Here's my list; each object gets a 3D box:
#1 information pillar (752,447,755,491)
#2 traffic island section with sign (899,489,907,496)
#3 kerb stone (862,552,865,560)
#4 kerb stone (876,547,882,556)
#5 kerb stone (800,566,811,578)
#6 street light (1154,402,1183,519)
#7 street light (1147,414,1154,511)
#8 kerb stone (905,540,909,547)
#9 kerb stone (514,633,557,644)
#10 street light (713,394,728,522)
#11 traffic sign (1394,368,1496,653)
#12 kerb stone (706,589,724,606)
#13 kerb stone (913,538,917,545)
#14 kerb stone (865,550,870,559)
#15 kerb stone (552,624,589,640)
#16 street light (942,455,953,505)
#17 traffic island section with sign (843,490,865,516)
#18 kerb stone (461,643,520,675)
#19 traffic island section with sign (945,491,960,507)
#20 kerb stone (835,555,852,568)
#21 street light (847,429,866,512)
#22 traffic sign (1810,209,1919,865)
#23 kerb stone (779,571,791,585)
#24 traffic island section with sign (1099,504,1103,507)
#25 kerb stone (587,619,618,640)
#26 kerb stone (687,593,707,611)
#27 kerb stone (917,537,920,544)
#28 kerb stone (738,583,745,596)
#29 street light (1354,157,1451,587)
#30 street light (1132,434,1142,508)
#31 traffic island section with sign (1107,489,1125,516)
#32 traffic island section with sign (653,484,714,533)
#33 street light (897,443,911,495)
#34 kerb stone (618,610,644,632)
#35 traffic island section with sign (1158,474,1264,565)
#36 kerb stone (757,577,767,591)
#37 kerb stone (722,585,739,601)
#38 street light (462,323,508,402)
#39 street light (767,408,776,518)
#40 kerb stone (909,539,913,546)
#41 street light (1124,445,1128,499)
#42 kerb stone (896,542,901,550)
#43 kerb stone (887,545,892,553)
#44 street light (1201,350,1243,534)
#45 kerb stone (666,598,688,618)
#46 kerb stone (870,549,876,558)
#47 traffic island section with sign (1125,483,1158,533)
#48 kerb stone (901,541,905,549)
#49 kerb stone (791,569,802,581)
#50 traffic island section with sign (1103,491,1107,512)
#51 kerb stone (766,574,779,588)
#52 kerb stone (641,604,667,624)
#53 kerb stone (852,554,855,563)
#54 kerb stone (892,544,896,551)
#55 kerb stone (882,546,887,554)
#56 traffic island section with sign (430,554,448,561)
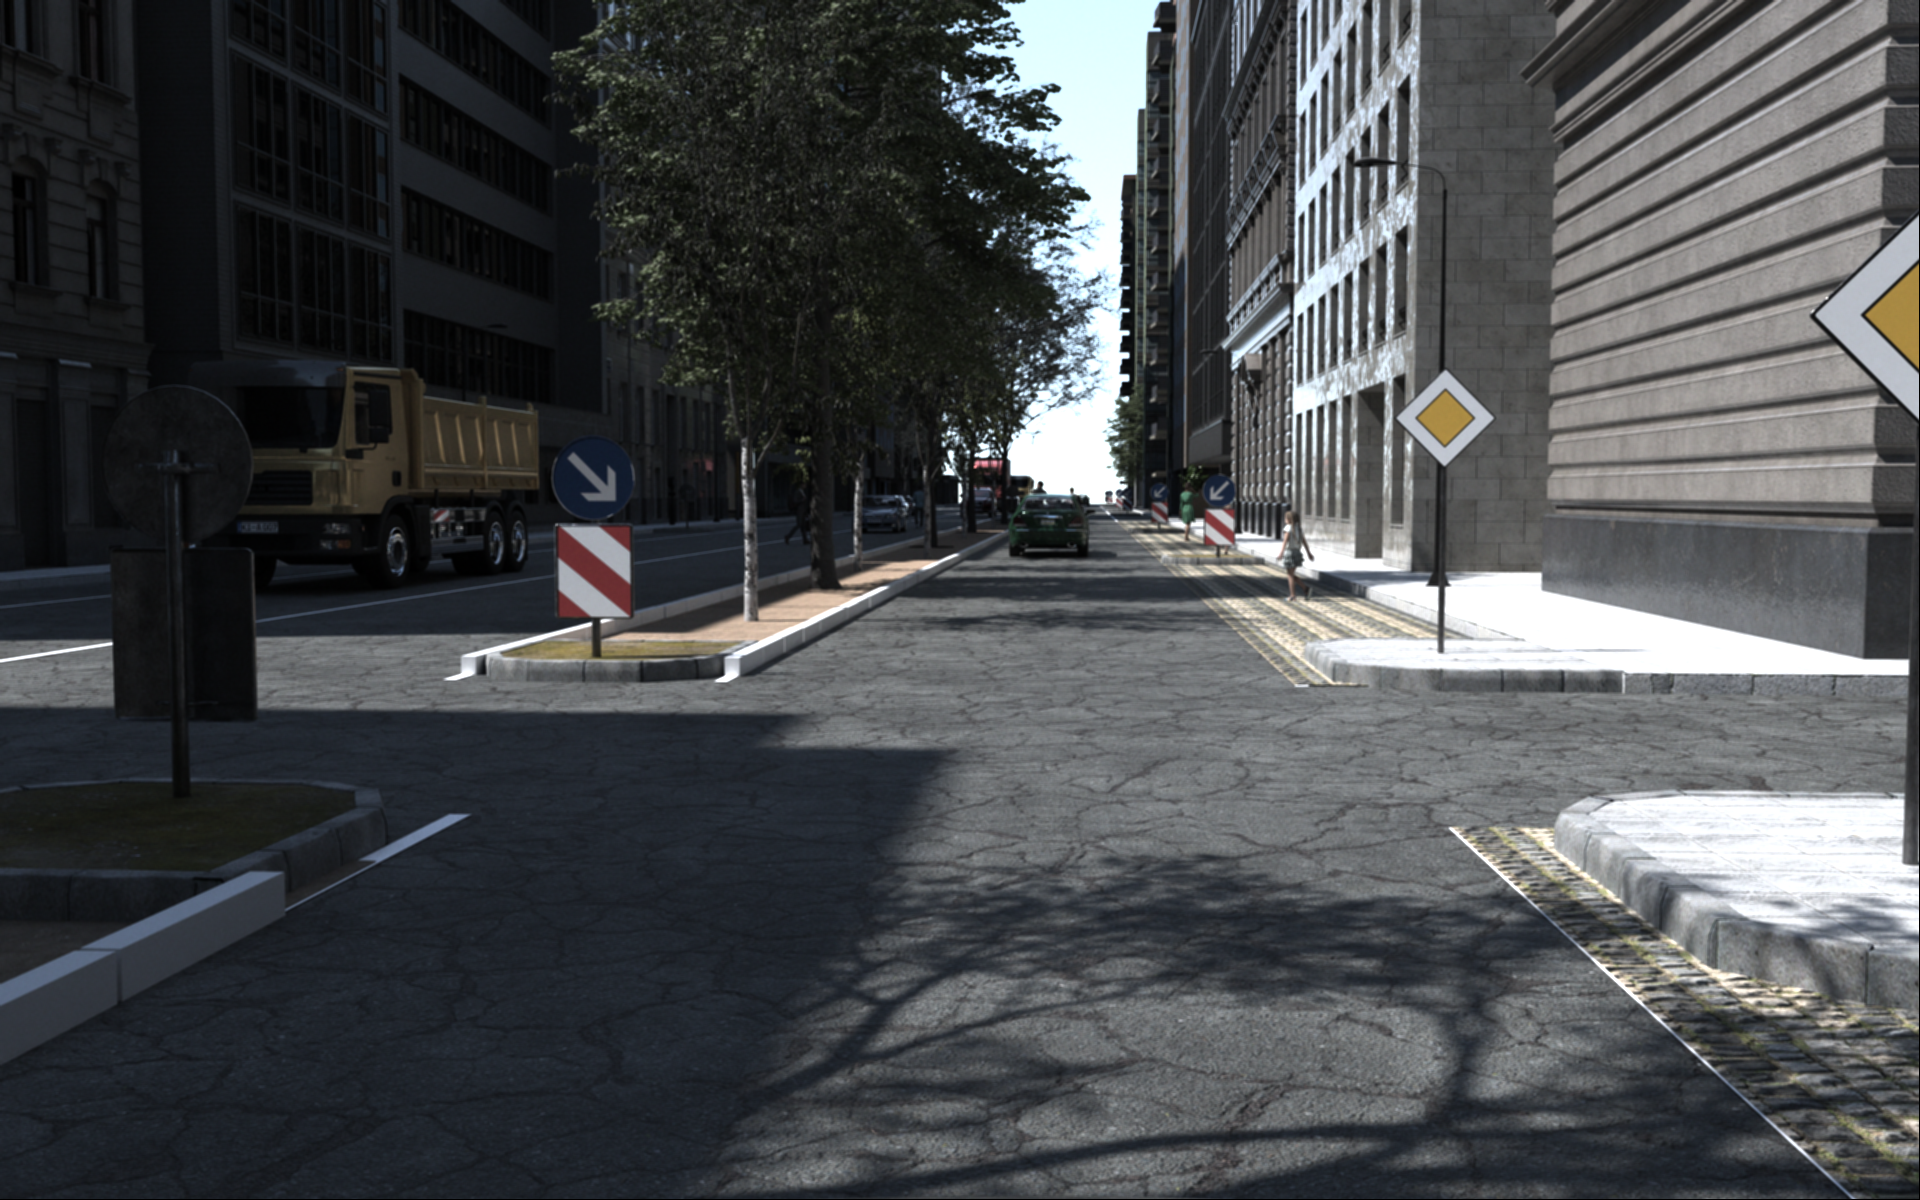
[{"bbox_3d":[-10.310,-5.811,86.360,0.183,3.616,0.504,0,4,0],"label":"information pillar"},{"bbox_3d":[-4.684,-8.155,141.964,1.989,1.847,2.006,0,4,4],"label":"traffic island section with sign"},{"bbox_3d":[-2.199,-0.889,36.723,0.120,0.150,1.000,0,4,4],"label":"kerb stone"},{"bbox_3d":[-1.978,-1.075,39.796,0.120,0.150,1.000,0,4,4],"label":"kerb stone"},{"bbox_3d":[-2.724,-0.451,29.573,0.120,0.150,1.000,0,4,4],"label":"kerb stone"},{"bbox_3d":[10.709,-7.042,87.673,1.470,5.913,1.316,0,4,4],"label":"street light"},{"bbox_3d":[11.618,-7.849,100.880,1.470,5.913,1.316,0,4,4],"label":"street light"},{"bbox_3d":[-1.534,-1.452,45.933,0.120,0.150,1.000,0,4,4],"label":"kerb stone"},{"bbox_3d":[-3.773,0.427,15.221,0.120,0.150,1.000,0,4,4],"label":"kerb stone"},{"bbox_3d":[-10.618,-6.520,79.145,1.470,5.913,1.316,0,4,4],"label":"street light"},{"bbox_3d":[3.874,-0.628,13.904,0.795,2.450,0.064,0,4,4],"label":"traffic sign"},{"bbox_3d":[-3.253,-0.011,22.409,0.120,0.150,1.000,0,4,4],"label":"kerb stone"},{"bbox_3d":[-1.375,-1.578,47.989,0.120,0.150,1.000,0,4,4],"label":"kerb stone"},{"bbox_3d":[-2.131,-0.951,37.749,0.120,0.150,1.000,0,4,4],"label":"kerb stone"},{"bbox_3d":[-3.704,0.364,16.242,0.120,0.150,1.000,0,4,4],"label":"kerb stone"},{"bbox_3d":[-1.447,-14.332,206.874,1.470,5.913,1.316,0,4,4],"label":"street light"},{"bbox_3d":[-6.658,-6.511,115.080,1.989,1.847,2.006,0,4,4],"label":"traffic island section with sign"},{"bbox_3d":[-3.852,0.489,14.198,0.120,0.150,1.000,0,4,4],"label":"kerb stone"},{"bbox_3d":[-0.652,-11.533,197.184,1.989,1.847,2.006,0,4,4],"label":"traffic island section with sign"},{"bbox_3d":[-2.350,-0.764,34.683,0.120,0.150,1.000,0,4,4],"label":"kerb stone"},{"bbox_3d":[-7.439,-9.280,124.273,1.470,5.913,1.316,0,4,4],"label":"street light"},{"bbox_3d":[3.292,-0.141,5.941,0.795,2.450,0.064,0,4,4],"label":"traffic sign"},{"bbox_3d":[-2.877,-0.326,27.535,0.120,0.150,1.000,0,4,4],"label":"kerb stone"},{"bbox_3d":[16.874,-11.455,195.910,1.989,1.847,2.006,0,4,4],"label":"traffic island section with sign"},{"bbox_3d":[-3.631,0.301,17.270,0.120,0.150,1.000,0,4,4],"label":"kerb stone"},{"bbox_3d":[-3.320,0.050,21.382,0.120,0.150,1.000,0,4,4],"label":"kerb stone"},{"bbox_3d":[-1.309,-1.640,49.011,0.120,0.150,1.000,0,4,4],"label":"kerb stone"},{"bbox_3d":[-3.101,-0.138,24.452,0.120,0.150,1.000,0,4,4],"label":"kerb stone"},{"bbox_3d":[6.134,-3.149,24.033,1.470,5.913,1.316,0,4,4],"label":"street light"},{"bbox_3d":[14.132,-9.828,133.225,1.470,5.913,1.316,0,4,4],"label":"street light"},{"bbox_3d":[10.848,-6.415,113.521,1.989,1.847,2.006,0,4,4],"label":"traffic island section with sign"},{"bbox_3d":[-10.305,-3.449,65.012,1.989,1.847,2.006,0,4,4],"label":"traffic island section with sign"},{"bbox_3d":[-5.079,-11.249,156.459,1.470,5.913,1.316,0,4,4],"label":"street light"},{"bbox_3d":[-3.554,0.238,18.306,0.120,0.150,1.000,0,4,4],"label":"kerb stone"},{"bbox_3d":[5.158,-1.649,35.582,1.989,1.847,2.006,0,4,4],"label":"traffic island section with sign"},{"bbox_3d":[-3.022,-0.201,25.478,0.120,0.150,1.000,0,4,4],"label":"kerb stone"},{"bbox_3d":[-3.177,-0.075,23.428,0.120,0.150,1.000,0,4,4],"label":"kerb stone"},{"bbox_3d":[-13.006,-4.574,47.332,1.470,5.913,1.316,0,4,4],"label":"street light"},{"bbox_3d":[-9.688,-7.293,91.782,1.470,5.913,1.316,0,4,4],"label":"street light"},{"bbox_3d":[-1.449,-1.514,46.957,0.120,0.150,1.000,0,4,4],"label":"kerb stone"},{"bbox_3d":[16.316,-11.775,165.069,1.470,5.913,1.316,0,4,4],"label":"street light"},{"bbox_3d":[-1.680,-1.327,43.894,0.120,0.150,1.000,0,4,4],"label":"kerb stone"},{"bbox_3d":[-1.828,-1.202,41.856,0.120,0.150,1.000,0,4,4],"label":"kerb stone"},{"bbox_3d":[8.438,-5.095,55.852,1.470,5.913,1.316,0,4,4],"label":"street light"},{"bbox_3d":[-3.395,0.115,20.353,0.120,0.150,1.000,0,4,4],"label":"kerb stone"},{"bbox_3d":[-2.060,-1.014,38.778,0.120,0.150,1.000,0,4,4],"label":"kerb stone"},{"bbox_3d":[7.200,-3.370,63.728,1.989,1.847,2.006,0,4,4],"label":"traffic island section with sign"},{"bbox_3d":[-1.612,-1.389,44.914,0.120,0.150,1.000,0,4,4],"label":"kerb stone"},{"bbox_3d":[-2.795,-0.389,28.553,0.120,0.150,1.000,0,4,4],"label":"kerb stone"},{"bbox_3d":[12.812,-8.063,140.450,1.989,1.847,2.006,0,4,4],"label":"traffic island section with sign"},{"bbox_3d":[-2.958,-0.264,26.506,0.120,0.150,1.000,0,4,4],"label":"kerb stone"},{"bbox_3d":[-3.481,0.175,19.329,0.120,0.150,1.000,0,4,4],"label":"kerb stone"},{"bbox_3d":[-2.276,-0.826,35.703,0.120,0.150,1.000,0,4,4],"label":"kerb stone"},{"bbox_3d":[-1.757,-1.265,42.875,0.120,0.150,1.000,0,4,4],"label":"kerb stone"},{"bbox_3d":[-1.906,-1.140,40.834,0.120,0.150,1.000,0,4,4],"label":"kerb stone"},{"bbox_3d":[-12.305,-1.779,37.717,1.989,1.847,2.006,0,4,4],"label":"traffic island section with sign"}]
